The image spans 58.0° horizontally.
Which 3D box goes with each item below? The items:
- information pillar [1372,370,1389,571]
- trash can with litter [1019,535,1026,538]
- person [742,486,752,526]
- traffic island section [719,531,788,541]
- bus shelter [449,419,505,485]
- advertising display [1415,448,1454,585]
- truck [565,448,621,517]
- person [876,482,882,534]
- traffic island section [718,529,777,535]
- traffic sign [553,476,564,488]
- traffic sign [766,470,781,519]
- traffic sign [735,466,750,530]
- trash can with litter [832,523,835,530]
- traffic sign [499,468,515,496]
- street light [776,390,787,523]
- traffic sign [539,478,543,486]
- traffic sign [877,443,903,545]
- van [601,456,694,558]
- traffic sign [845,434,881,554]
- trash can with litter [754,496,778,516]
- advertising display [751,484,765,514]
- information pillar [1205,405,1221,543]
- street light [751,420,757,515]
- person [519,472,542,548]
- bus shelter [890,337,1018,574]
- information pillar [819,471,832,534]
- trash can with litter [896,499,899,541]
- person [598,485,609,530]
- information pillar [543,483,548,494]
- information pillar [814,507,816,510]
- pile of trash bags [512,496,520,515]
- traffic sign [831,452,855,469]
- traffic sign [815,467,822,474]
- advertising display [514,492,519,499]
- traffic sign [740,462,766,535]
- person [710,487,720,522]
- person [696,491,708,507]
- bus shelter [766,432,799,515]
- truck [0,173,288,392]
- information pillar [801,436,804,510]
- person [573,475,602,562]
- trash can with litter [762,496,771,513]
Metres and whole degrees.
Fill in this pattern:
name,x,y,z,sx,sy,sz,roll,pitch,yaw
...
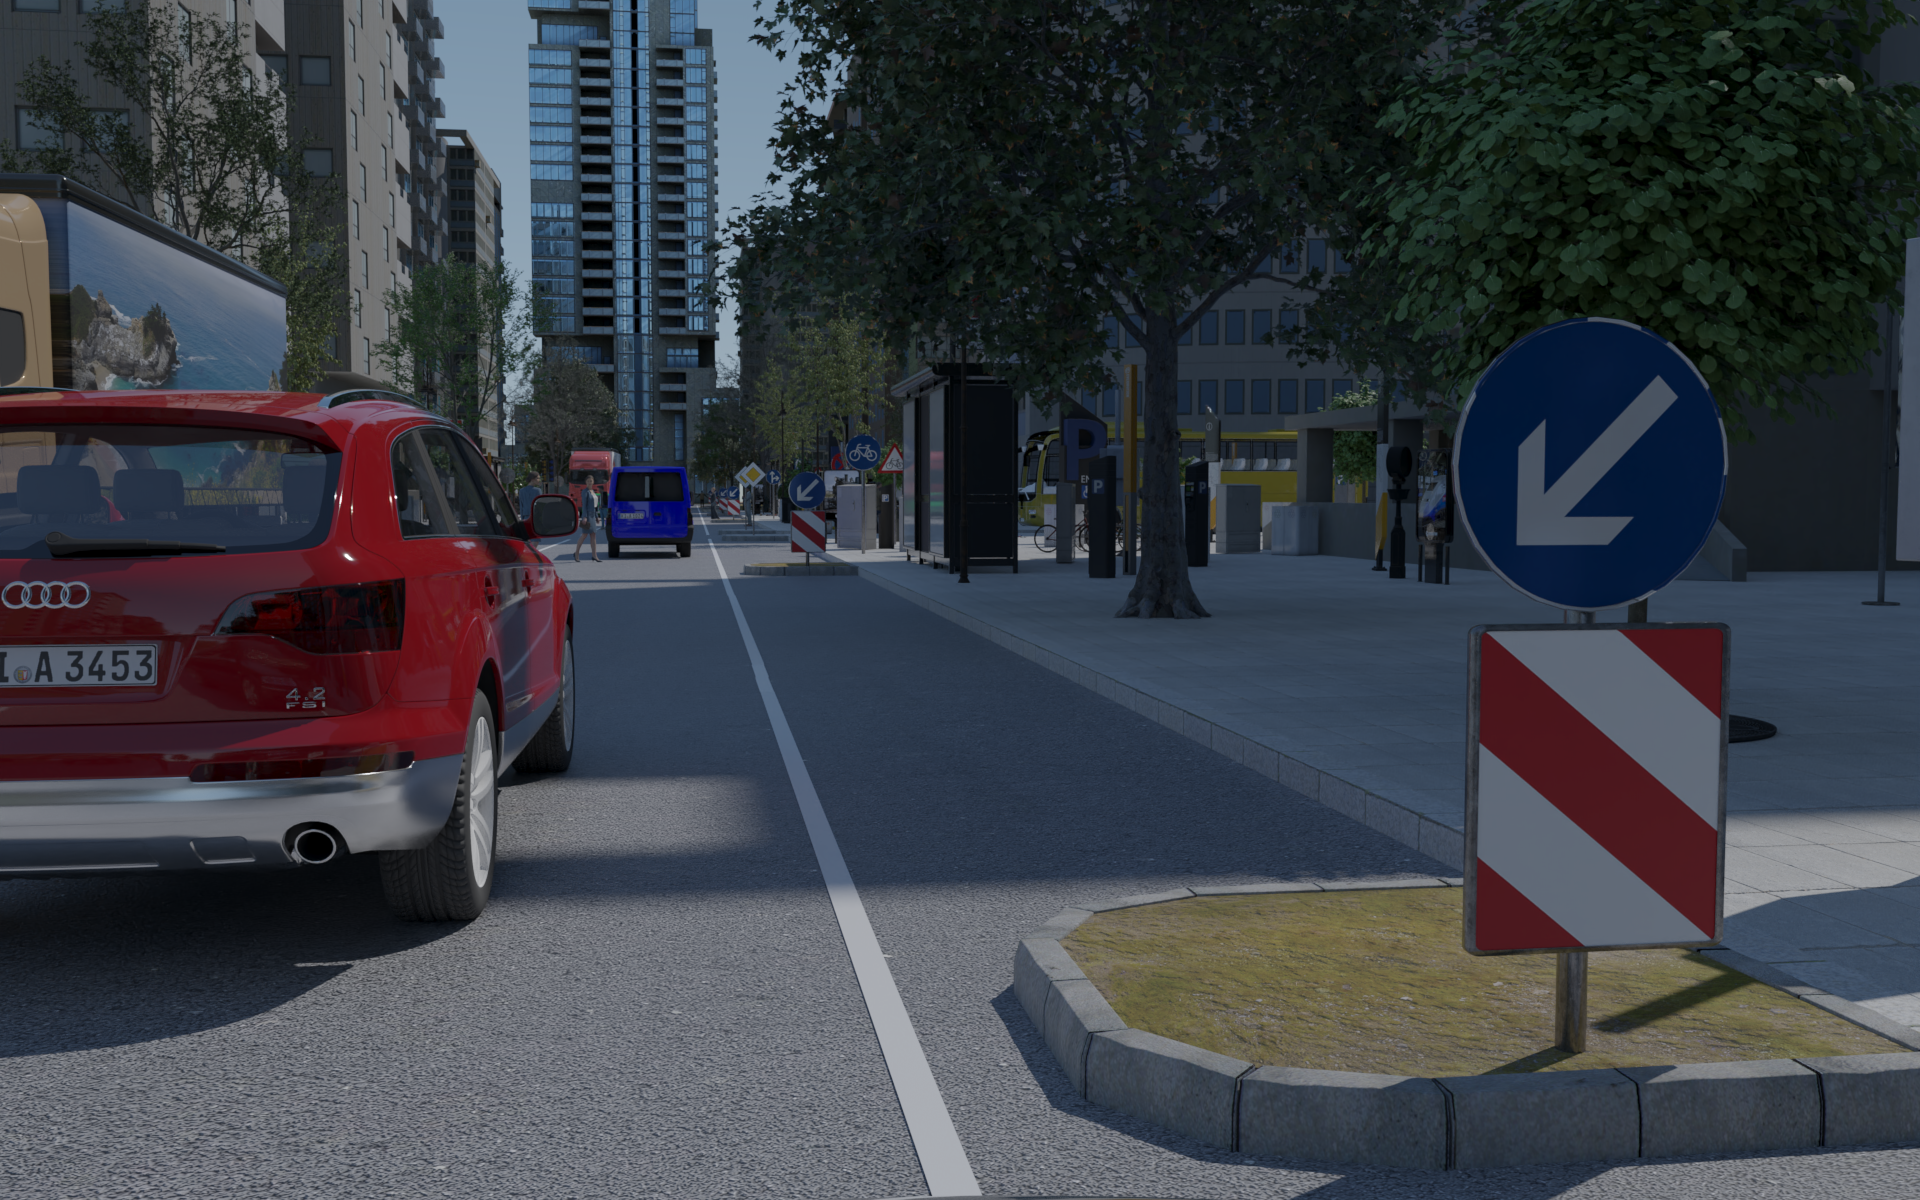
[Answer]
name,x,y,z,sx,sy,sz,roll,pitch,yaw
information pillar,7.018,-2.290,28.797,0.183,3.616,0.504,0,4,1
trash can with litter,1.185,-2.477,51.563,1.678,1.210,2.233,-2,4,-26
person,-9.483,-4.175,76.938,0.466,1.800,0.511,-2,4,-32
traffic island section,-6.414,-1.942,54.030,2.009,0.180,2.903,-1,4,-9
bus shelter,-26.655,-7.209,95.504,2.179,5.291,8.768,-1,4,-9
advertising display,6.808,-1.201,24.848,0.123,1.923,0.974,-1,4,-11
truck,-22.606,-7.241,107.307,2.839,4.237,11.283,0,4,-8
person,-2.722,-3.009,57.601,0.656,1.842,0.836,0,4,0
traffic island section,-7.632,-2.425,61.922,2.009,0.180,2.903,-1,4,-9
traffic sign,-27.799,-7.328,119.926,0.768,2.556,0.104,0,4,-2
traffic sign,-9.705,-5.510,90.198,0.768,2.556,0.104,0,4,-2
traffic sign,-7.654,-3.560,61.841,0.795,2.450,0.064,-1,4,-9
trash can with litter,-4.372,-3.153,62.603,1.678,1.210,2.233,1,4,13
traffic sign,-21.812,-5.098,83.464,0.768,2.556,0.104,0,4,-5
street light,-7.924,-6.400,77.433,0.468,5.910,1.993,-1,4,-9
traffic sign,-29.471,-7.377,120.711,0.768,2.556,0.104,0,4,-7
traffic sign,-1.651,-2.684,43.886,0.884,2.594,0.081,0,4,-3
van,-7.333,-2.225,40.756,2.240,2.365,5.245,-1,4,-11
traffic sign,-2.068,-2.260,37.051,0.768,2.556,0.104,0,4,-2
trash can with litter,-11.015,-5.511,101.164,2.233,1.210,1.678,-1,4,-22
advertising display,-12.944,-6.458,110.798,0.974,1.923,0.123,2,4,27
information pillar,6.644,-3.319,45.617,0.183,3.616,0.504,-3,5,-40
street light,-12.637,-8.176,106.463,0.468,5.910,1.993,-1,4,-9
person,-7.439,-1.314,30.010,0.581,1.822,0.654,3,4,38
bus shelter,-0.028,-3.321,31.923,2.179,5.291,8.768,-1,4,-9
information pillar,-4.288,-3.099,55.154,0.304,2.012,0.304,3,5,44
trash can with litter,-1.562,-2.162,46.739,0.624,1.170,1.055,3,5,44
person,-14.211,-3.682,69.052,0.721,1.781,0.623,-3,5,-44
information pillar,-27.118,-6.666,113.474,0.304,2.012,0.304,-2,4,-34
information pillar,-5.332,-3.716,65.246,0.304,2.012,0.304,-1,4,-11
pile of trash bags,-27.754,-5.918,106.519,1.912,1.369,3.447,3,4,38
traffic sign,-3.530,-3.214,52.654,0.768,2.556,0.104,0,4,-5
traffic sign,-6.341,-4.735,77.424,0.884,2.594,0.081,0,4,-8
advertising display,-28.737,-6.596,113.054,0.123,1.923,0.974,2,4,28
traffic sign,-6.436,-3.077,53.949,0.795,2.450,0.064,-1,4,-9
person,-12.781,-4.964,90.087,0.534,1.772,0.576,-2,4,-35
person,-27.533,-10.782,184.876,1.348,1.812,0.705,-1,4,-14
bus shelter,-11.068,-8.045,109.174,2.179,5.291,8.768,-1,4,-9
truck,-9.335,-1.738,17.328,2.839,4.237,11.283,0,4,-8
information pillar,-6.135,-4.664,67.608,0.183,3.616,0.504,0,4,-4
person,-7.832,-1.708,36.444,0.654,1.822,0.581,2,4,32
trash can with litter,-13.092,-6.565,118.731,1.055,1.170,0.624,2,4,34
